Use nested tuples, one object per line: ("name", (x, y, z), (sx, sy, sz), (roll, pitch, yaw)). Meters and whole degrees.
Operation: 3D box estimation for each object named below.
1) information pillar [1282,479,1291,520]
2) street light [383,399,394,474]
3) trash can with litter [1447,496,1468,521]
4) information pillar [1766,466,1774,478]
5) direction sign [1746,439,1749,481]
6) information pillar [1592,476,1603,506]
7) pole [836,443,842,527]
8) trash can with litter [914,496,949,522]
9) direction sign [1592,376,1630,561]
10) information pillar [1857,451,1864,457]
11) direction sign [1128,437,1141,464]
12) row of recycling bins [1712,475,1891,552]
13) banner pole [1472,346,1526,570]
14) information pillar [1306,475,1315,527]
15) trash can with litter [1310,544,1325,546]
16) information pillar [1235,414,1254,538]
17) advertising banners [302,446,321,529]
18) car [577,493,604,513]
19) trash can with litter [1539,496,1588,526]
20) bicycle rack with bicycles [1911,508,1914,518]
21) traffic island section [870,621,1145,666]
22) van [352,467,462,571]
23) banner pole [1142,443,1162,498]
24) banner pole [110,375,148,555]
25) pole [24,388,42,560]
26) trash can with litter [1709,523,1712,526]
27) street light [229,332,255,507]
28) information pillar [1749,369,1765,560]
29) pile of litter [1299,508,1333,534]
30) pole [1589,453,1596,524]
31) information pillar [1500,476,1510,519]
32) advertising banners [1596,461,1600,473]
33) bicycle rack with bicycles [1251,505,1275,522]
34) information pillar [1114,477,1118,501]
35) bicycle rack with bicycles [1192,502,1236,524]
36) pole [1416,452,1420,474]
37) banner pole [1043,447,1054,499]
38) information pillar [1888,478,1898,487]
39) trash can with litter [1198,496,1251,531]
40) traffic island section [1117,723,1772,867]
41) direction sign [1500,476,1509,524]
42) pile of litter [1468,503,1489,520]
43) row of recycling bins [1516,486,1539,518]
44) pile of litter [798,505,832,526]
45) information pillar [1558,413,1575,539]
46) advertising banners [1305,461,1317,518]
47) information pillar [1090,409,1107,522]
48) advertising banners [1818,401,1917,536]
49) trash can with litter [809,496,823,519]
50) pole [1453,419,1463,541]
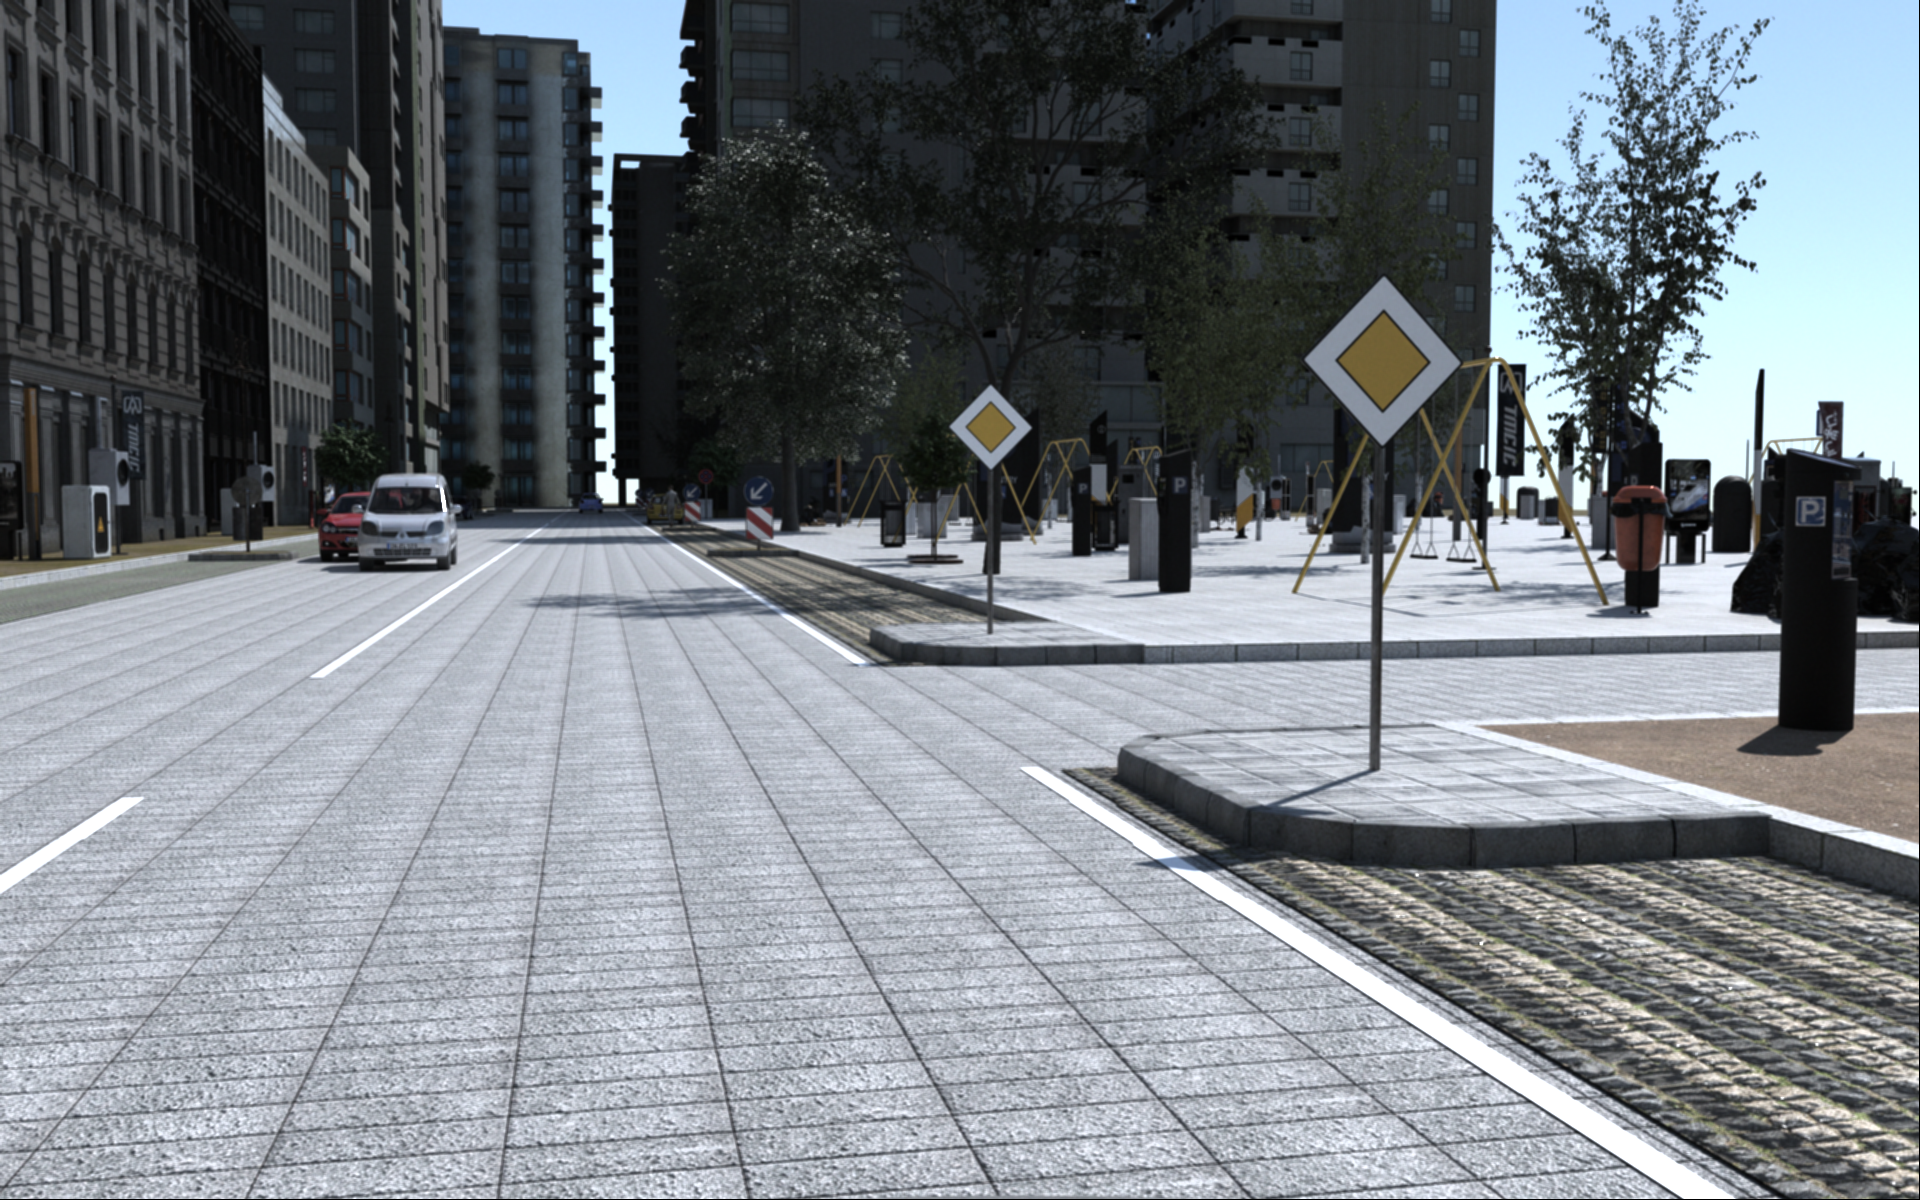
("information pillar", (15.948, -4.905, 84.689), (0.304, 2.012, 0.304), (-2, 4, -27))
("street light", (-27.844, -6.839, 84.600), (0.468, 5.910, 1.993), (-1, 4, -12))
("trash can with litter", (23.728, -4.360, 82.668), (0.624, 1.170, 1.055), (-3, 4, -36))
("information pillar", (21.239, -2.492, 45.238), (0.304, 2.012, 0.304), (3, 5, 39))
("direction sign", (32.588, -4.876, 71.724), (0.379, 3.537, 0.876), (2, 4, 26))
("information pillar", (25.622, -3.983, 69.621), (0.304, 2.012, 0.304), (-3, 5, -44))
("pole", (-4.719, -4.498, 67.389), (0.158, 3.312, 0.155), (0, 3, 0))
("trash can with litter", (-1.596, -4.197, 79.674), (2.233, 1.210, 1.678), (2, 4, 31))
("direction sign", (12.533, -2.533, 33.411), (0.876, 3.537, 0.379), (-2, 4, -24))
("information pillar", (48.810, -6.282, 94.059), (0.504, 3.616, 0.183), (0, 4, -4))
("direction sign", (6.937, -4.701, 68.859), (0.379, 3.537, 0.876), (3, 4, 38))
("row of recycling bins", (18.362, -1.880, 37.844), (3.534, 1.692, 1.069), (2, 4, 26))
("banner pole", (9.166, -2.407, 29.379), (0.863, 3.779, 0.401), (0, 4, 8))
("information pillar", (13.706, -3.867, 67.721), (0.304, 2.012, 0.304), (1, 4, 13))
("trash can with litter", (9.578, -1.894, 42.032), (1.678, 1.210, 2.233), (0, 4, -8))
("information pillar", (8.244, -3.597, 50.173), (0.504, 3.616, 0.183), (0, 4, -4))
("advertising banners", (-24.075, -4.164, 64.265), (0.090, 3.025, 2.074), (0, 4, -4))
("car", (-27.762, -7.377, 130.199), (1.945, 1.707, 3.694), (-1, 4, -13))
("trash can with litter", (24.702, -3.669, 71.049), (2.233, 1.210, 1.678), (0, 4, 6))
("bicycle rack with bicycles", (48.163, -4.705, 90.313), (2.925, 0.926, 2.852), (3, 5, 44))
("traffic island section", (0.294, 0.391, 15.888), (2.009, 0.180, 2.903), (-1, 4, -12))
("van", (-10.745, -1.638, 33.795), (2.013, 2.044, 4.112), (-1, 4, -14))
("banner pole", (9.459, -5.771, 84.380), (0.863, 3.779, 0.401), (-1, 4, -9))
("banner pole", (-17.682, -2.859, 36.761), (0.401, 3.779, 0.863), (3, 5, 42))
("pole", (-17.925, -2.424, 33.472), (0.158, 3.312, 0.155), (0, 3, 0))
("trash can with litter", (30.098, -3.541, 68.955), (1.678, 1.210, 2.233), (-1, 4, -19))
("street light", (-20.458, -4.690, 49.468), (0.468, 5.910, 1.993), (-1, 4, -12))
("information pillar", (15.037, -2.525, 32.643), (0.183, 3.616, 0.504), (1, 4, 17))
("pile of litter", (11.673, -2.543, 55.543), (1.719, 0.858, 1.176), (0, 4, -5))
("pole", (26.805, -4.862, 73.343), (0.158, 3.312, 0.155), (0, 3, 0))
("information pillar", (28.296, -6.029, 89.930), (0.504, 3.616, 0.183), (-1, 4, -14))
("advertising banners", (34.076, -5.803, 91.074), (0.090, 3.025, 2.074), (-1, 4, -20))
("bicycle rack with bicycles", (13.238, -4.162, 81.427), (2.925, 0.926, 2.852), (1, 4, 16))
("information pillar", (6.746, -4.220, 73.487), (0.304, 2.012, 0.304), (3, 5, 43))
("bicycle rack with bicycles", (10.112, -3.680, 73.547), (2.925, 0.926, 2.852), (-3, 5, -40))
("pole", (22.364, -5.550, 84.589), (0.158, 3.312, 0.155), (0, 3, 0))
("banner pole", (4.685, -6.154, 90.630), (0.863, 3.779, 0.401), (-2, 4, -24))
("information pillar", (42.107, -4.508, 78.200), (0.304, 2.012, 0.304), (-1, 4, -14))
("trash can with litter", (9.284, -3.055, 61.014), (2.233, 1.210, 1.678), (-1, 4, -12))
("traffic island section", (1.948, 0.869, 8.076), (2.009, 0.180, 2.903), (-1, 4, -12))
("direction sign", (23.289, -5.013, 73.958), (0.876, 3.537, 0.379), (-1, 4, -13))
("pile of litter", (26.050, -4.481, 87.224), (1.176, 0.858, 1.719), (1, 4, 19))
("row of recycling bins", (30.545, -5.257, 93.071), (1.069, 1.692, 3.534), (1, 4, 23))
("pile of litter", (-5.860, -3.377, 69.177), (1.719, 0.858, 1.176), (-2, 4, -25))
("information pillar", (17.553, -3.594, 50.119), (0.183, 3.616, 0.504), (-2, 4, -28))
("advertising banners", (19.014, -5.927, 93.094), (0.090, 3.025, 2.074), (3, 4, 38))
("information pillar", (3.832, -3.457, 47.875), (0.504, 3.616, 0.183), (0, 4, 3))
("advertising banners", (17.134, -2.237, 32.761), (2.074, 3.025, 0.090), (0, 4, -8))
("trash can with litter", (-7.292, -4.807, 89.982), (1.055, 1.170, 0.624), (1, 4, 16))
("pole", (13.634, -3.279, 47.452), (0.158, 3.312, 0.155), (0, 3, 0))
